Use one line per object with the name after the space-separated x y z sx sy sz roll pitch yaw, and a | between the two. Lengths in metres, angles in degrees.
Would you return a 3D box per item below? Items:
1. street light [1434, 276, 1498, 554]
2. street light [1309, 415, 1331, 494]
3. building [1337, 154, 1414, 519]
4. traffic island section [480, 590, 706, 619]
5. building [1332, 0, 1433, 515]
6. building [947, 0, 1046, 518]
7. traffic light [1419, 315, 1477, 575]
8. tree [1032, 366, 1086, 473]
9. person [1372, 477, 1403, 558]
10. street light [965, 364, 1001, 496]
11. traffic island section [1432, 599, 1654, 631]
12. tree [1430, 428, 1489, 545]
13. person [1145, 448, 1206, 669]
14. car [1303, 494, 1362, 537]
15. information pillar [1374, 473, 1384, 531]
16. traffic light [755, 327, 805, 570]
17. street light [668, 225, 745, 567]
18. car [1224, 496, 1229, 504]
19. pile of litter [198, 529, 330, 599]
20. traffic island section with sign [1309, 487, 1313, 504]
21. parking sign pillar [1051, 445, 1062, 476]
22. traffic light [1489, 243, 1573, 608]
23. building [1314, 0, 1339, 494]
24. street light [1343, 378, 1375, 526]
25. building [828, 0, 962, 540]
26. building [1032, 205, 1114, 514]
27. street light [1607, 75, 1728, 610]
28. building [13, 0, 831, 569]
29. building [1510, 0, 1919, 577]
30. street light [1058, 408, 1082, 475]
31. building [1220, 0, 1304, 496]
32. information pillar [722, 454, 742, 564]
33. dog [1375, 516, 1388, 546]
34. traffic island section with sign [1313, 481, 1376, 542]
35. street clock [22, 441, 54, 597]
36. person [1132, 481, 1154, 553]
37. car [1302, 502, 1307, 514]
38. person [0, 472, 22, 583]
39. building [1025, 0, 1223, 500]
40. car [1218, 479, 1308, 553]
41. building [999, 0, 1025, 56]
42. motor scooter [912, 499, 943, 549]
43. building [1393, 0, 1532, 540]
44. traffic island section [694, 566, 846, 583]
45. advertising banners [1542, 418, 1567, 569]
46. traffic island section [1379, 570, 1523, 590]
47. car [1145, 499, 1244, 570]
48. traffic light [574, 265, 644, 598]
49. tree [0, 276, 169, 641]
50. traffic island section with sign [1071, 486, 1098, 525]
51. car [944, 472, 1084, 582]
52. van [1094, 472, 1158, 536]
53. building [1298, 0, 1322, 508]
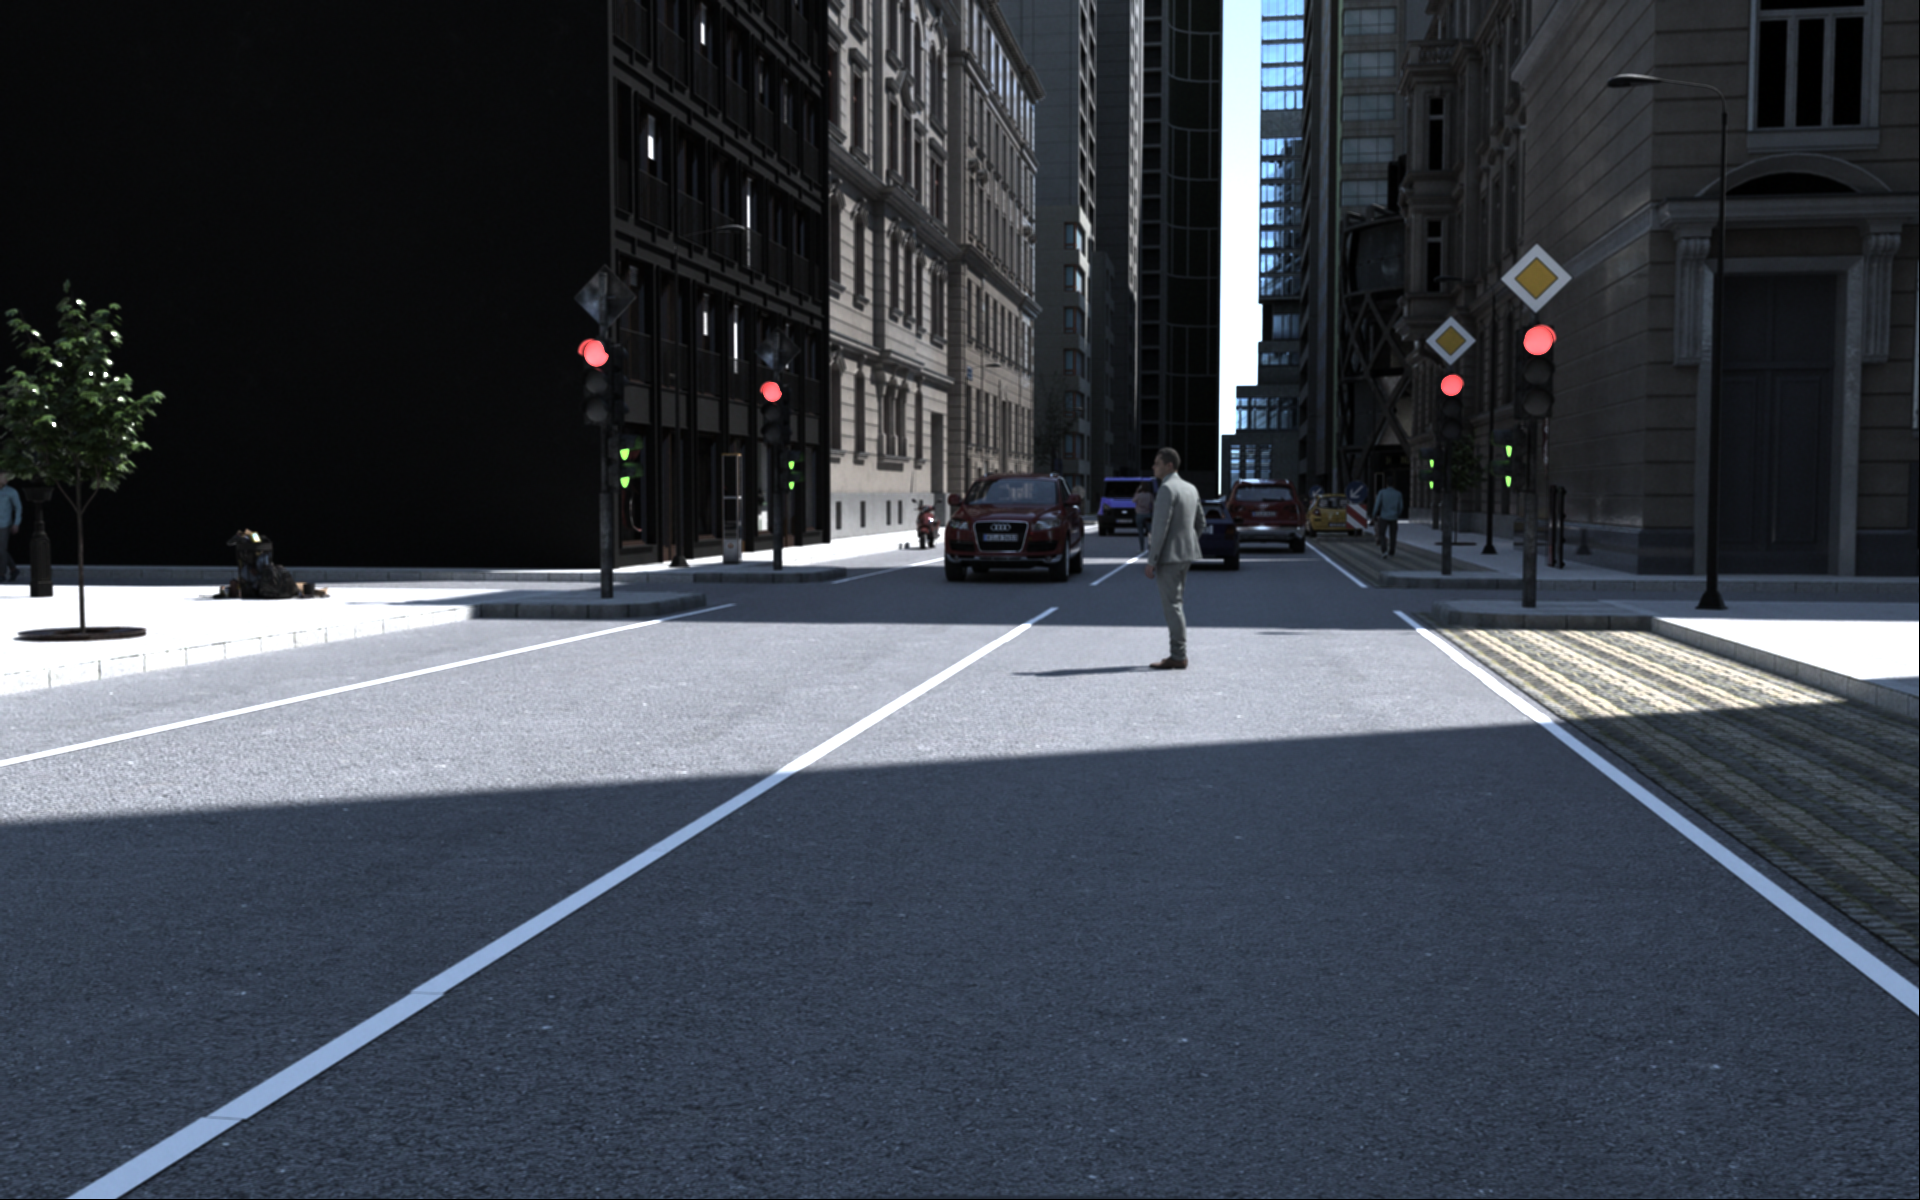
10.791 -3.941 36.973 1.470 5.913 1.316 1 4 9 | street light
21.077 -7.880 101.377 1.470 5.913 1.316 1 4 9 | street light
28.578 -13.718 91.739 16.820 18.784 16.811 1 4 9 | building
-4.377 0.054 21.393 2.009 0.180 2.903 1 4 9 | traffic island section
30.898 -26.058 109.647 14.154 41.232 14.086 1 4 9 | building
-3.514 -17.372 81.296 12.463 27.353 25.104 1 4 9 | building
7.712 -2.354 27.411 0.839 4.253 0.868 1 4 9 | traffic light
4.986 -9.075 98.739 4.360 8.622 3.978 0 3 0 | tree
9.511 -1.832 38.467 0.660 1.820 0.620 0 4 -2 | person
0.766 -5.463 61.856 1.470 5.913 1.316 1 4 9 | street light
6.472 0.162 19.636 2.009 0.180 2.903 1 4 9 | traffic island section
12.654 -3.001 43.674 1.663 3.219 1.824 0 3 0 | tree
1.755 -0.345 14.242 0.391 1.810 0.635 2 4 26 | person
12.496 -2.928 58.096 2.015 1.641 3.980 0 4 8 | car
14.545 -3.402 60.116 0.304 2.012 0.304 1 4 11 | information pillar
-3.062 -2.460 29.134 0.839 4.253 0.868 1 4 9 | traffic light
-4.403 -3.524 30.166 1.470 5.913 1.316 1 4 9 | street light
16.906 -5.724 106.168 1.945 1.354 3.894 1 4 9 | car
-8.664 -0.466 21.591 1.719 0.858 1.176 2 4 32 | pile of litter
16.027 -4.275 78.530 1.989 1.847 2.006 1 4 9 | traffic island section with sign
5.310 -6.527 95.186 1.447 3.967 1.447 1 4 12 | parking sign pillar
6.434 -1.872 19.528 0.839 4.253 0.868 1 4 9 | traffic light
33.072 -28.985 124.009 14.600 45.320 14.200 1 4 9 | building
16.011 -5.920 69.338 1.470 5.913 1.316 1 4 9 | street light
-8.294 -16.509 57.306 14.401 28.519 23.554 1 4 9 | building
-4.206 -16.832 120.245 27.650 21.520 28.899 1 4 9 | building
7.872 -2.859 19.284 1.470 5.913 1.316 1 4 9 | street light
-10.710 -12.720 37.644 12.332 23.373 15.834 1 4 9 | building
21.345 -15.003 31.202 20.117 28.700 13.634 1 4 9 | building
5.900 -7.401 93.552 1.470 5.913 1.316 1 4 9 | street light
45.075 -53.789 192.113 31.000 86.520 22.319 1 4 9 | building
-4.185 -1.670 31.793 0.304 2.012 0.304 0 4 4 | information pillar
11.585 -1.907 48.016 0.513 0.831 0.800 3 5 41 | dog
11.722 -2.648 51.919 1.989 1.847 2.006 1 4 9 | traffic island section with sign
-11.473 -1.040 21.577 0.471 2.002 0.358 2 4 34 | street clock
4.508 -1.996 41.720 0.593 1.750 0.643 -1 4 -21 | person
20.087 -5.654 105.024 1.945 1.354 3.894 1 4 9 | car
-15.447 -1.204 28.055 0.638 1.841 0.748 1 4 18 | person
19.125 -46.338 195.880 20.611 71.187 20.563 1 4 9 | building
7.684 -2.157 43.944 2.281 1.827 5.304 1 4 9 | car
6.903 -44.617 167.746 20.611 71.187 20.563 1 4 9 | building
-0.839 -2.005 45.566 0.815 1.314 1.986 0 4 8 | motor scooter
22.713 -14.748 60.222 14.460 24.649 34.723 1 4 9 | building
-3.100 -0.428 29.275 2.009 0.180 2.903 1 4 9 | traffic island section
10.452 -2.100 30.517 0.090 3.025 2.074 1 4 9 | advertising banners
7.750 -0.320 27.519 2.009 0.180 2.903 1 4 9 | traffic island section
4.600 -1.312 34.040 1.945 1.354 3.894 0 4 8 | car
-4.339 -1.977 21.252 0.839 4.253 0.868 1 4 9 | traffic light
-7.944 -1.285 15.604 1.663 3.219 1.824 0 3 0 | tree
5.534 -4.394 80.469 1.989 1.847 2.006 1 4 9 | traffic island section with sign
1.015 -1.311 30.111 2.281 1.827 5.304 1 4 8 | car
5.989 -3.466 61.058 2.240 2.365 5.245 1 4 10 | van
43.176 -32.946 162.373 21.300 48.544 21.600 1 4 9 | building
